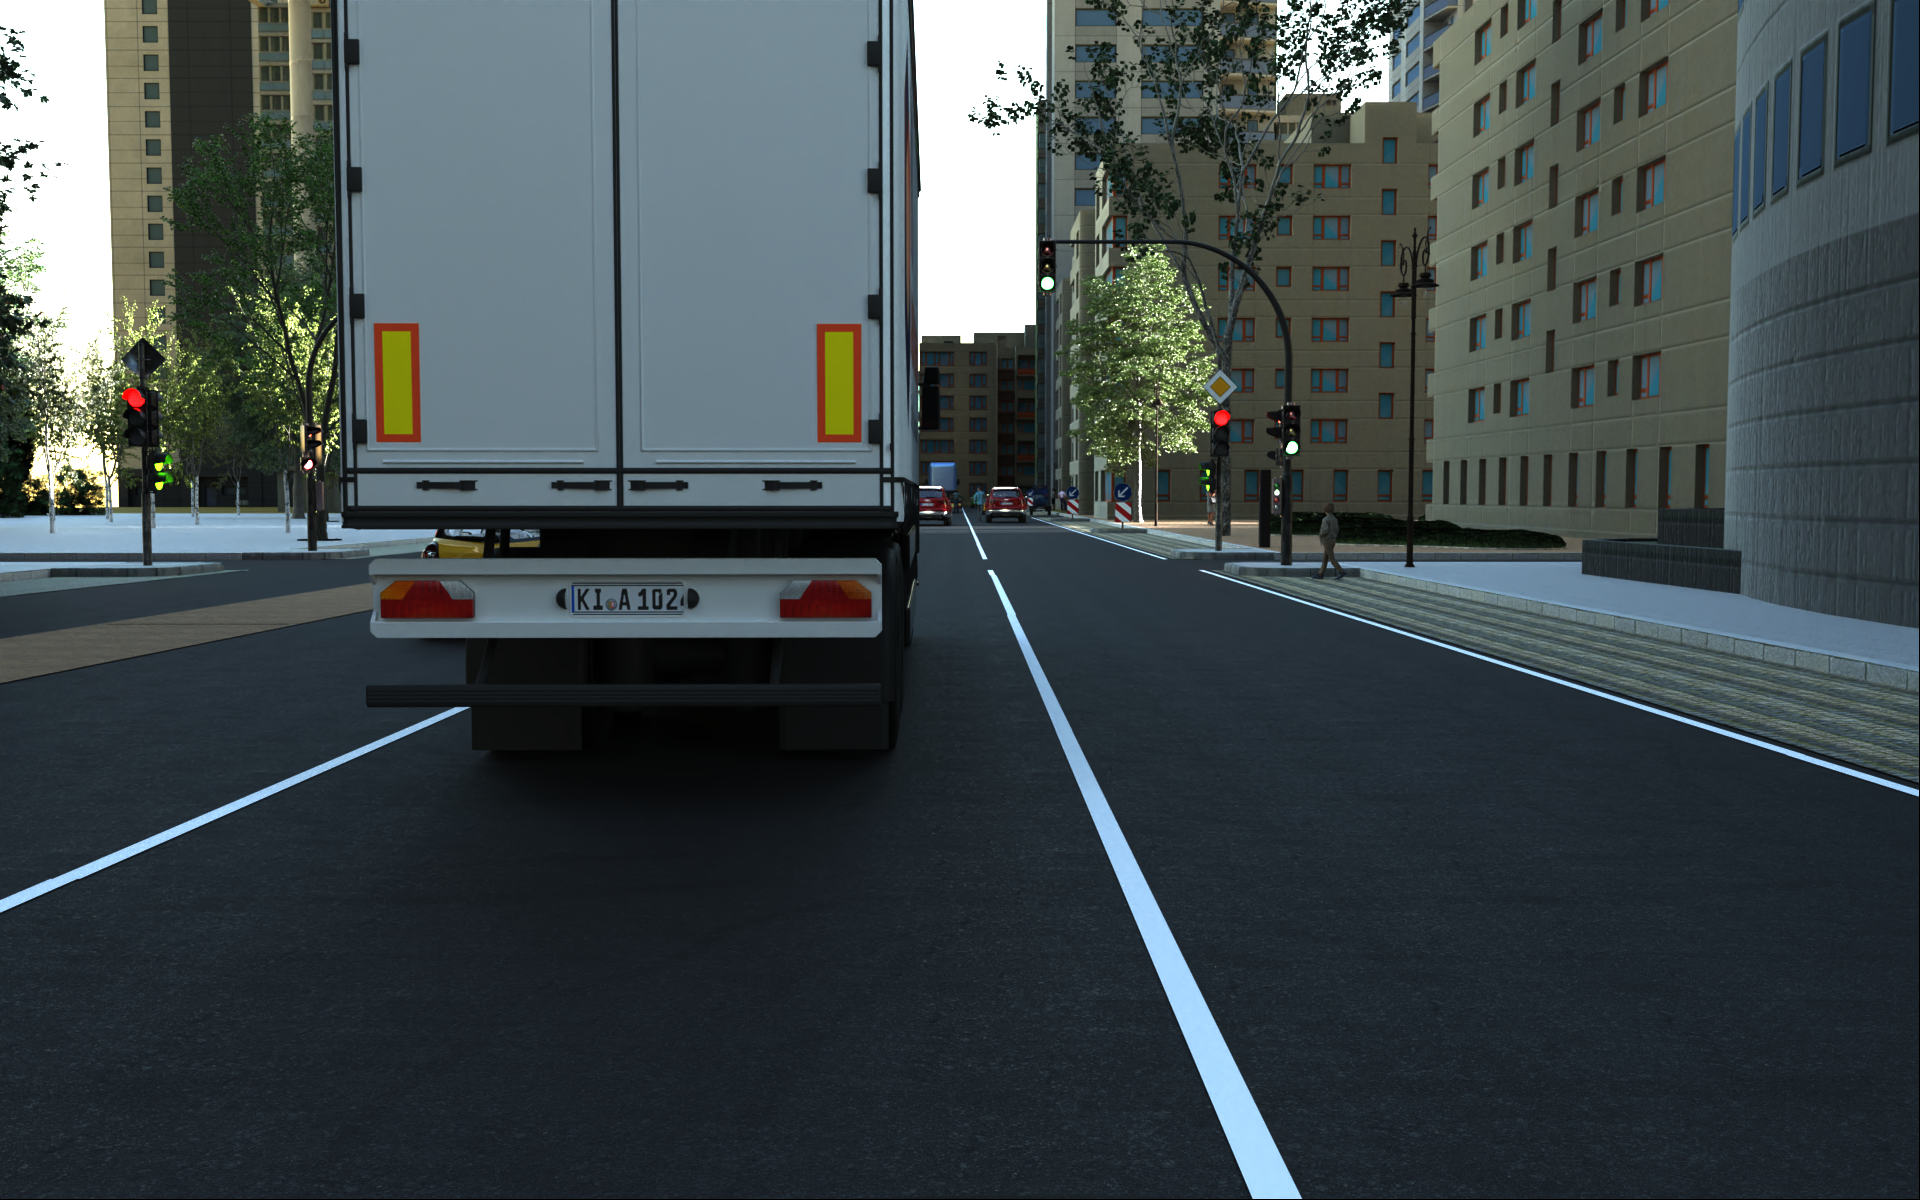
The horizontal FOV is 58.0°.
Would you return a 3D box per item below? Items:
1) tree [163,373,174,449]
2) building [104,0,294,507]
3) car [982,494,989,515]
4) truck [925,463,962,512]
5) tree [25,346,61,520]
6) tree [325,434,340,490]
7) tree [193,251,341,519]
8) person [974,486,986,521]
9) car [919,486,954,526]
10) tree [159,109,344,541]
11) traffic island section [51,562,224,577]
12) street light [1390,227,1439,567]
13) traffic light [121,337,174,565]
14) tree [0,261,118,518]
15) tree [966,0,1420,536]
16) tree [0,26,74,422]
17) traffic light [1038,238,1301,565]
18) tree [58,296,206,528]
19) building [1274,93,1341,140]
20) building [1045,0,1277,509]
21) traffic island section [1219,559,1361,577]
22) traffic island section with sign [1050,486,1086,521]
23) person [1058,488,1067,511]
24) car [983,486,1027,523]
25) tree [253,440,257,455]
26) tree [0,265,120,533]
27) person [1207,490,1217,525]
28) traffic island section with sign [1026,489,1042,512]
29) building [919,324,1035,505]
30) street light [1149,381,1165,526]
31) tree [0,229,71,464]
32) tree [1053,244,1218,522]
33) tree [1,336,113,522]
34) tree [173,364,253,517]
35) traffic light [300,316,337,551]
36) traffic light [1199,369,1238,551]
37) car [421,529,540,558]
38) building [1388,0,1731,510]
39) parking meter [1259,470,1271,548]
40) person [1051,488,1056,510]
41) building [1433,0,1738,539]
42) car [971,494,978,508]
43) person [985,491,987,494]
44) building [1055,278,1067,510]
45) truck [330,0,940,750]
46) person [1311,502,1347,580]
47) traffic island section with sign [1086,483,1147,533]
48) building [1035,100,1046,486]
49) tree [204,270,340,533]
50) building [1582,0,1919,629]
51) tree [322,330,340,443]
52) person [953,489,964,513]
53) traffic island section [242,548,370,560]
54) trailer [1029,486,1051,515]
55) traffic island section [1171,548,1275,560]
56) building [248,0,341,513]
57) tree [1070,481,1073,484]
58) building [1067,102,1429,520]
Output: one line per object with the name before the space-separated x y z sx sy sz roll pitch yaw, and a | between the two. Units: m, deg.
tree | -43.720 -8.483 89.066 4.360 8.622 3.978 0 3 0
building | -72.727 -45.292 178.768 20.611 71.187 20.563 0 4 0
car | 2.326 -6.862 122.411 2.015 1.641 3.980 0 4 -1
truck | -1.307 -9.309 141.966 2.967 4.110 18.799 0 4 -2
tree | -38.676 -7.837 78.489 4.737 8.622 4.395 0 3 0
tree | -40.068 -9.855 111.489 4.360 8.622 3.978 0 3 0
tree | -34.527 -11.215 90.019 9.857 13.997 8.962 0 3 0
person | 1.033 -5.151 92.579 0.638 1.841 0.748 2 4 26
car | -1.429 -4.357 79.907 2.281 1.827 5.304 0 4 1
tree | -17.607 -7.427 47.183 9.928 11.665 9.643 0 3 0
traffic island section | -14.647 -0.545 31.194 2.009 0.180 2.903 0 4 0
street light | 7.895 -3.513 30.232 0.468 5.910 1.993 0 4 0
traffic light | -14.607 -2.577 31.060 0.839 4.253 0.868 0 4 0
tree | -56.442 -12.019 98.334 13.155 14.587 18.604 -1 4 -14
tree | 7.070 -12.103 53.776 12.611 20.169 13.585 0 3 0
tree | -17.082 -6.535 23.852 9.611 12.733 9.660 0 3 0
traffic light | 3.763 -3.444 30.979 4.771 5.953 1.251 0 4 0
tree | -30.185 -7.008 64.944 4.737 8.622 4.395 0 3 0
building | 34.470 -29.492 174.069 23.993 40.220 32.217 0 4 0
building | 18.452 -37.863 161.065 21.231 58.520 28.212 0 4 0
traffic island section | 5.894 -0.548 31.239 2.009 0.180 2.903 0 4 0
traffic island section with sign | 5.753 -5.027 90.822 1.989 1.847 2.006 0 4 0
person | 7.628 -7.429 128.442 0.756 1.711 0.436 3 5 41
car | 2.310 -4.861 88.158 2.281 1.827 5.304 0 3 0
tree | -43.933 -9.471 105.220 4.360 8.622 3.978 0 3 0
tree | -29.665 -6.513 56.857 4.360 8.622 3.978 0 3 0
person | 10.480 -3.996 71.732 0.532 1.782 0.716 1 4 10
traffic island section with sign | 5.633 -8.095 140.978 1.989 1.847 2.006 0 4 0
building | 9.746 -22.440 211.935 28.899 21.520 27.650 0 4 0
street light | 7.878 -5.911 69.428 0.468 5.910 1.993 0 4 0
tree | -38.441 -9.613 63.822 9.857 13.997 8.962 0 3 0
tree | 8.075 -9.764 77.774 7.486 12.596 7.792 0 3 0
tree | -44.049 -8.168 83.909 4.737 8.622 4.395 0 3 0
tree | -43.331 -9.036 98.099 4.360 8.622 3.978 0 3 0
traffic light | -12.535 -3.940 39.085 4.771 5.953 1.251 0 4 0
traffic light | 5.835 -3.070 39.110 0.839 4.253 0.868 0 4 0
car | -4.581 -0.519 18.709 2.015 1.641 3.980 0 4 -2
building | 60.639 -38.963 179.042 28.212 58.520 21.231 0 4 0
parking meter | 7.334 -2.200 41.680 0.255 1.863 0.399 0 4 6
person | 7.371 -8.038 138.253 0.721 1.735 1.217 1 4 9
building | 32.569 -12.713 52.895 28.899 21.520 27.650 0 4 0
car | 2.036 -10.343 177.902 1.959 1.807 4.718 0 4 1
person | 2.951 -11.174 191.214 0.705 1.822 1.348 2 4 31
building | 22.020 -17.627 133.237 27.650 21.520 28.899 0 4 0
truck | -1.551 -1.472 12.986 2.839 4.237 11.283 0 4 -1
person | 6.140 -0.982 28.830 0.640 1.303 0.475 2 4 27
traffic island section with sign | 5.827 -3.379 63.867 1.989 1.847 2.006 0 4 0
building | 14.904 -30.543 182.973 14.154 41.232 14.086 0 4 0
tree | -22.210 -6.527 57.077 4.737 8.622 4.395 0 3 0
building | 19.638 -28.933 15.051 21.231 58.520 28.212 0 4 0
tree | -34.953 -11.807 103.411 12.009 13.543 11.850 0 3 0
person | -0.295 -7.326 128.357 1.350 1.814 0.705 -1 4 -16
traffic island section | -14.666 -1.034 39.179 2.009 0.180 2.903 0 4 0
trailer | 5.457 -6.788 118.026 1.471 1.999 3.904 0 4 1
traffic island section | 5.875 -1.036 39.224 2.009 0.180 2.903 0 4 0
building | -32.813 -26.583 126.518 32.217 40.220 23.993 0 4 0
tree | 8.544 -7.503 117.271 1.663 3.219 1.824 0 3 0
building | 21.130 -15.596 100.039 27.650 21.520 28.899 0 4 0
